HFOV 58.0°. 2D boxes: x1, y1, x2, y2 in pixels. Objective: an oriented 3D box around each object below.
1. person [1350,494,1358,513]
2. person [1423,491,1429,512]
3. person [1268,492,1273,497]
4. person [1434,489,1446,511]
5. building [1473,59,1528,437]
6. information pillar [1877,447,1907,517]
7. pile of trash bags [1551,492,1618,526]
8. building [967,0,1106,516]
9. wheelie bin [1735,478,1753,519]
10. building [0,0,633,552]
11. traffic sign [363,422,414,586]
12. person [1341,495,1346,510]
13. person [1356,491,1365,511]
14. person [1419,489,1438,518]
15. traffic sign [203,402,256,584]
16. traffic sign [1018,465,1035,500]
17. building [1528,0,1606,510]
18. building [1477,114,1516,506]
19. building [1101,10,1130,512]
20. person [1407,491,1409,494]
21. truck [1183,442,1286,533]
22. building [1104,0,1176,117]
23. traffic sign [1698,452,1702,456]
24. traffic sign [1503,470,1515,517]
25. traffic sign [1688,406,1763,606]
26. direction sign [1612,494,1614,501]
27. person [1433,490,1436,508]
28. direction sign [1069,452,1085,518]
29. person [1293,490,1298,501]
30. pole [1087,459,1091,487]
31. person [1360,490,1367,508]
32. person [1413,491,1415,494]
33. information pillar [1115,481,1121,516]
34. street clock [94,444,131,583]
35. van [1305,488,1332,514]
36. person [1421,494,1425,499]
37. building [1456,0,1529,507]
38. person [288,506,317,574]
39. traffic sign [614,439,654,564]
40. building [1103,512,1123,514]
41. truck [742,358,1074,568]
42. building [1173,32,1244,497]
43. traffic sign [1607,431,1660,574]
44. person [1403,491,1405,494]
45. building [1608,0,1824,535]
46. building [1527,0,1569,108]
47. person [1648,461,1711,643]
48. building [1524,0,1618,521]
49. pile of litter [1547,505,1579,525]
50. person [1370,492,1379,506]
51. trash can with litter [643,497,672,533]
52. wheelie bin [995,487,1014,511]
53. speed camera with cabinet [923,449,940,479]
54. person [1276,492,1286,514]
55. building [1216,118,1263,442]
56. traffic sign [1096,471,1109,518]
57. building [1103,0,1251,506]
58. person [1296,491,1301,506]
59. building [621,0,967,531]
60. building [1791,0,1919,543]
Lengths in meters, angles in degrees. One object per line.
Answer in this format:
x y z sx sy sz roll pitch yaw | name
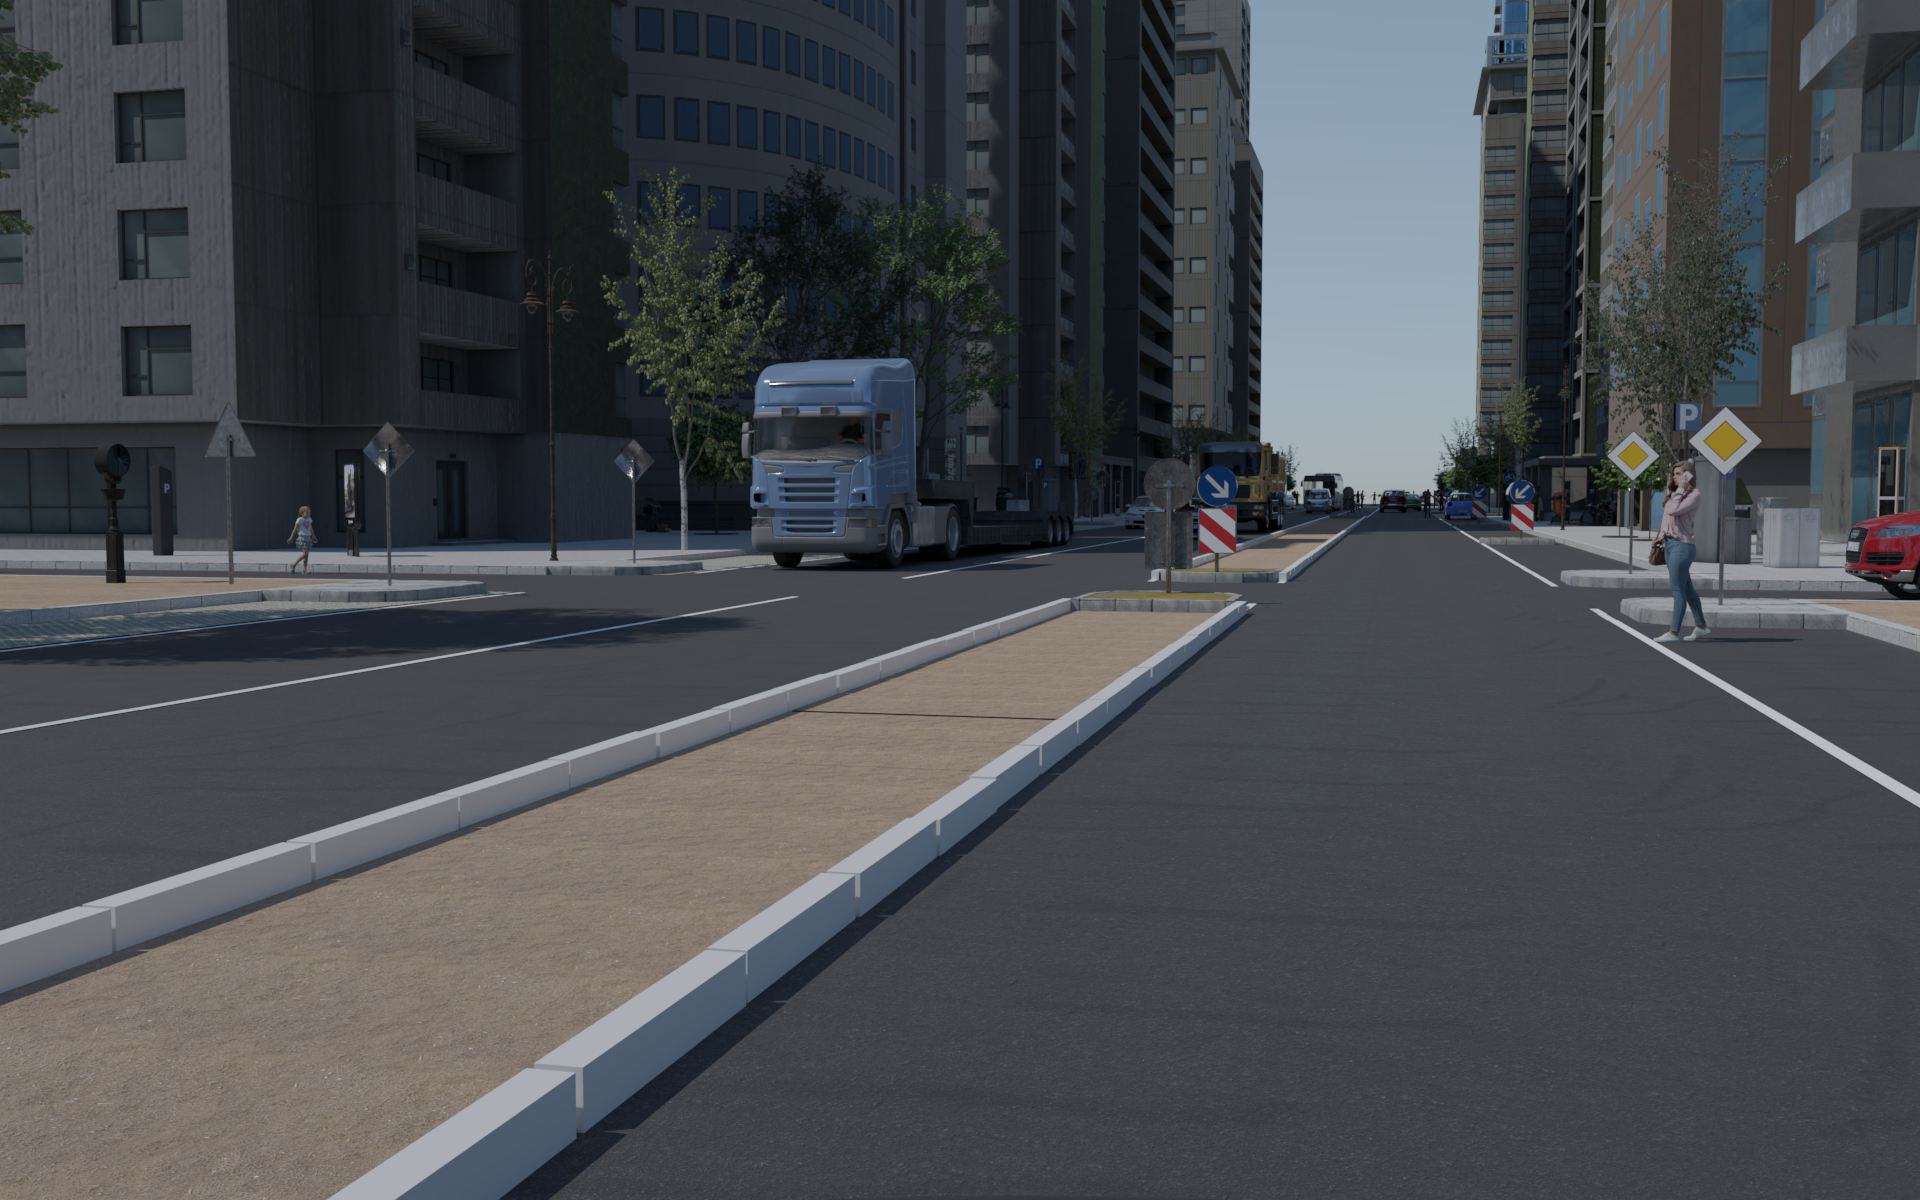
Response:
30.344 -7.637 134.066 1.217 1.736 0.721 -2 4 -24 | person
37.668 -7.989 139.921 0.445 1.727 0.742 1 4 17 | person
18.848 -5.852 104.961 0.721 1.735 1.217 3 5 43 | person
39.992 -8.286 143.912 0.705 1.831 1.348 -2 4 -33 | person
76.219 -37.745 206.369 28.713 52.752 27.495 1 4 14 | building
14.620 -1.389 27.203 0.304 2.012 0.304 -3 5 -40 | information pillar
25.435 -3.652 69.464 3.447 1.369 1.912 0 4 -2 | pile of trash bags
0.259 -25.428 99.344 14.154 41.232 14.086 1 4 14 | building
15.056 -1.599 34.046 0.980 1.594 0.693 -1 4 -16 | wheelie bin
-17.925 -16.668 44.229 14.160 30.474 14.107 1 4 14 | building
-7.958 -1.252 24.119 0.795 2.450 0.064 1 4 14 | traffic sign
33.756 -8.857 153.834 1.217 1.766 0.721 0 4 6 | person
34.160 -8.518 148.493 1.217 1.735 0.721 3 4 39 | person
28.201 -5.819 104.365 1.217 1.743 0.721 1 4 14 | person
-10.356 -1.501 24.544 0.884 2.594 0.081 1 4 17 | traffic sign
2.879 -4.585 75.064 0.768 2.556 0.104 1 4 20 | traffic sign
48.623 -41.176 111.476 20.563 71.187 20.611 1 4 14 | building
63.770 -30.872 188.345 14.154 41.232 14.086 1 4 14 | building
10.678 -44.105 159.373 20.563 71.187 20.611 1 4 14 | building
47.902 -10.733 184.770 0.721 1.735 1.217 2 4 29 | person
10.790 -4.316 66.491 3.469 3.379 9.791 1 4 15 | truck
5.356 -31.558 139.678 21.300 48.544 21.600 1 4 14 | building
14.583 -2.032 33.322 0.768 2.556 0.104 1 4 21 | traffic sign
28.785 -5.532 90.558 0.768 2.556 0.104 1 4 20 | traffic sign
8.757 -0.993 19.885 0.795 2.450 0.064 1 4 14 | traffic sign
27.628 -4.971 73.281 0.379 3.537 0.876 1 4 22 | direction sign
47.667 -10.109 173.798 0.705 1.823 1.348 1 4 14 | person
6.268 -6.165 92.799 0.876 3.537 0.379 0 4 -8 | direction sign
34.048 -10.263 176.311 0.705 1.822 1.348 3 5 45 | person
7.367 -6.436 99.079 0.158 3.312 0.155 0 3 0 | pole
41.228 -10.313 176.988 0.599 1.838 0.709 -1 4 -11 | person
43.887 -9.687 167.402 1.217 1.766 0.721 3 5 44 | person
9.129 -5.855 100.215 0.304 2.012 0.304 0 4 3 | information pillar
-12.175 -1.245 24.923 0.358 2.002 0.471 1 4 15 | street clock
26.441 -7.373 127.565 2.013 2.044 4.112 1 4 16 | van
60.150 -13.156 223.685 1.350 1.814 0.705 2 4 33 | person
80.054 -56.380 234.481 22.319 86.520 31.000 1 4 14 | building
-11.768 -1.073 31.052 0.382 1.210 0.505 1 4 19 | person
-5.999 -1.726 31.861 0.795 2.450 0.064 1 4 14 | traffic sign
1.183 -41.562 117.786 20.563 71.187 20.611 1 4 14 | building
-0.459 -3.090 40.278 2.967 4.110 18.799 1 4 16 | truck
18.074 -37.732 206.150 28.713 52.752 27.495 1 4 14 | building
10.715 -1.467 27.627 0.795 2.450 0.064 1 4 14 | traffic sign
44.385 -10.044 173.277 0.990 1.755 0.434 2 4 34 | person
30.385 -24.960 58.211 14.600 45.320 14.200 1 4 14 | building
49.616 -27.303 130.000 14.154 41.232 14.086 1 4 14 | building
7.026 -0.470 16.776 0.643 1.750 0.593 0 4 1 | person
44.824 -23.969 83.768 32.217 40.220 23.993 1 4 14 | building
25.347 -3.558 72.142 1.719 0.858 1.176 1 4 13 | pile of litter
50.082 -12.241 209.349 1.217 1.736 0.721 0 4 -2 | person
-10.108 -2.854 58.047 1.055 1.170 0.624 2 4 32 | trash can with litter
2.077 -4.505 81.566 0.980 1.594 0.693 2 4 25 | wheelie bin
-0.980 -4.919 74.761 0.660 3.252 2.038 -1 4 -22 | speed camera with cabinet
22.902 -7.037 123.430 0.709 1.838 0.599 2 4 26 | person
28.318 -37.019 228.968 21.300 48.544 21.600 1 4 14 | building
7.720 -5.739 93.943 0.768 2.556 0.104 1 4 23 | traffic sign
32.955 -49.577 248.835 20.563 71.187 20.611 1 4 14 | building
42.072 -12.693 216.112 1.350 1.814 0.705 -2 4 -33 | person
-13.274 -32.429 72.219 21.231 58.520 28.212 1 4 14 | building
34.008 -25.405 34.974 30.456 49.044 23.786 1 4 14 | building
